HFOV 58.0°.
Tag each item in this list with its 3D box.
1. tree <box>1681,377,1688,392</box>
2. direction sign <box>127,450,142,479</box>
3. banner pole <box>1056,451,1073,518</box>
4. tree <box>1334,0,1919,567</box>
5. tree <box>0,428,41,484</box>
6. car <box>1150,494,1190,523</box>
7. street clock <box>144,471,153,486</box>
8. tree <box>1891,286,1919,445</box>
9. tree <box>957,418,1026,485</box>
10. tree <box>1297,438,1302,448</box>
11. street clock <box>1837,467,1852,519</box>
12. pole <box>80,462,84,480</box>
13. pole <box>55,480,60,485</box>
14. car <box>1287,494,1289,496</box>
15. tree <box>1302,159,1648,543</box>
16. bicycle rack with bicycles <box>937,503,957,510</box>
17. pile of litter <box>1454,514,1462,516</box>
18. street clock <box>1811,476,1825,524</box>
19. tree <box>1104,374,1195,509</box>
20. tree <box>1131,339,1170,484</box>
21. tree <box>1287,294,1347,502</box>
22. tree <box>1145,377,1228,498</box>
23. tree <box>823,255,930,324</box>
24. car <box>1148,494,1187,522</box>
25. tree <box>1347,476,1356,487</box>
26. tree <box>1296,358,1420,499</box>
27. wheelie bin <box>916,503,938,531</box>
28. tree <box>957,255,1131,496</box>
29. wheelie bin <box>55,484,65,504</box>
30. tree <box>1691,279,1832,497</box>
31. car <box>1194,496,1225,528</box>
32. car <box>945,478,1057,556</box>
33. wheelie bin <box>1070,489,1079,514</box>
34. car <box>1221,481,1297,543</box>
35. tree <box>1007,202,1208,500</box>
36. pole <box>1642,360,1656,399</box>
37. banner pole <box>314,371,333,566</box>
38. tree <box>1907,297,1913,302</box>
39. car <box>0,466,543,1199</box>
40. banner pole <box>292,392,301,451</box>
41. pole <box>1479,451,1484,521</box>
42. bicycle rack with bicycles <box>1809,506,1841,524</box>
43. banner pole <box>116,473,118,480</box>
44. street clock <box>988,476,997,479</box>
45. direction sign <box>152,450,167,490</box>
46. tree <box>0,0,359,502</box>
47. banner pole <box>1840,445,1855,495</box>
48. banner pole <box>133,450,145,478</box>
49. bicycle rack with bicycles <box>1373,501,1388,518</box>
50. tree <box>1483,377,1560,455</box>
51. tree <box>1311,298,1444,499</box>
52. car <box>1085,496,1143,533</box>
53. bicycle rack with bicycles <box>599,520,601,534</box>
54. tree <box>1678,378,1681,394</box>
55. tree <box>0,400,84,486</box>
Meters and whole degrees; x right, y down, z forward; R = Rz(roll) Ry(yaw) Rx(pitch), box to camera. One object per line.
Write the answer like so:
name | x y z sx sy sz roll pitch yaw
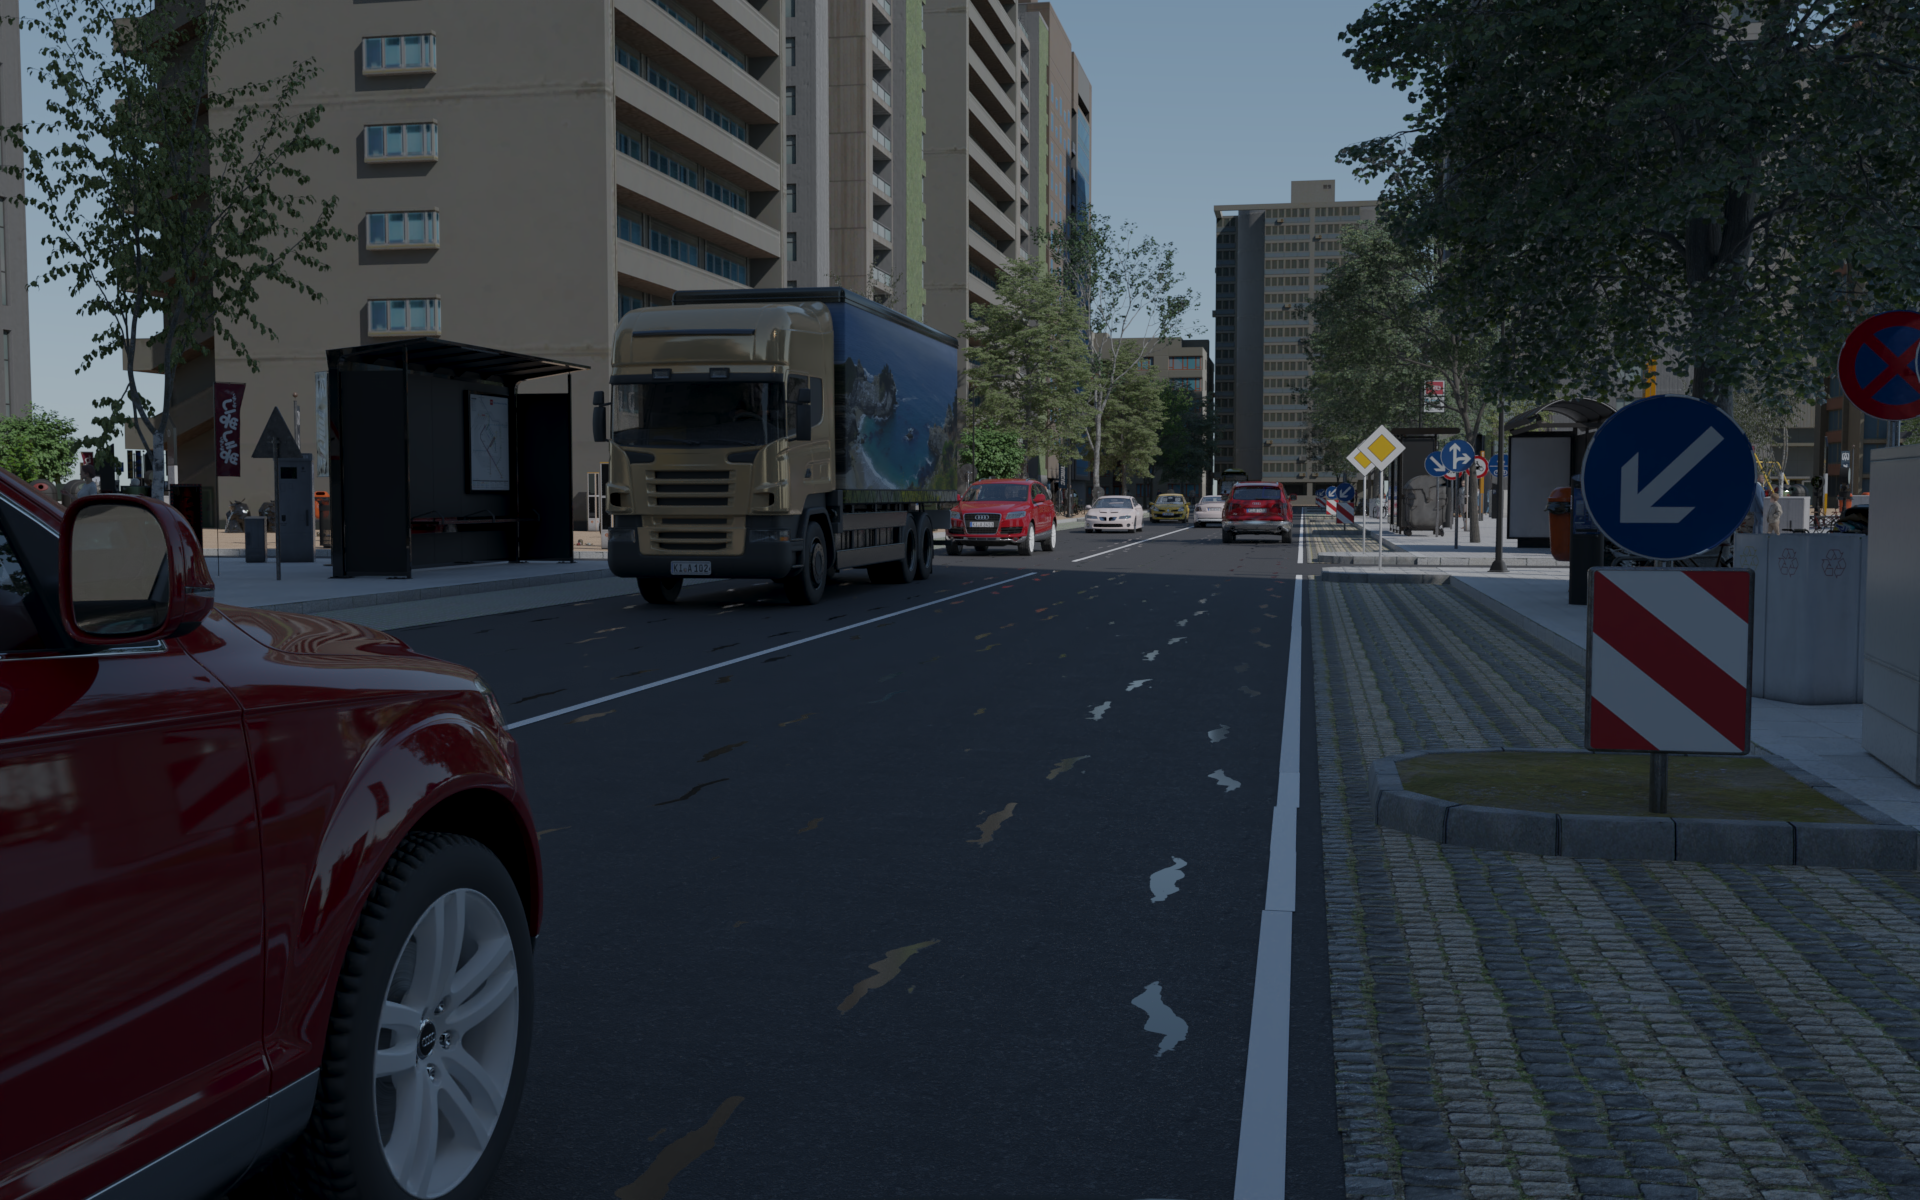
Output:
tree | 38.981 -8.382 87.412 4.360 8.622 3.978 0 3 0
direction sign | -42.602 -5.959 89.426 0.379 3.537 0.876 1 4 21
banner pole | 5.692 -6.315 93.267 0.863 3.779 0.401 1 4 19
tree | 8.540 -6.912 19.666 9.857 13.997 8.962 0 3 0
tree | -27.205 -3.410 50.356 1.663 3.219 1.824 0 3 0
car | 10.511 -4.661 86.428 2.015 1.641 3.980 1 4 10
street clock | -24.844 -2.983 53.337 0.358 2.002 0.471 2 4 25
tree | 36.375 -8.766 61.458 7.486 12.596 7.792 0 3 0
tree | 1.325 -5.588 75.069 4.285 4.588 4.351 0 3 0
tree | 37.885 -14.576 172.736 8.767 10.594 7.601 1 4 10
street clock | 23.773 -2.568 46.562 0.358 2.002 0.471 2 4 35
pole | -56.303 -7.171 111.091 0.158 3.312 0.155 0 3 0
pole | -42.018 -5.311 80.678 0.158 3.312 0.155 0 3 0
car | 33.227 -10.549 181.156 2.281 1.827 5.304 1 4 12
tree | 13.642 -6.801 45.603 8.767 10.594 7.601 1 4 10
bicycle rack with bicycles | -0.770 -4.143 81.115 2.852 0.926 2.925 -2 4 -30
pile of litter | 28.464 -5.133 97.897 1.176 0.858 1.719 0 4 6
street clock | 33.993 -3.920 68.661 0.358 2.002 0.471 -3 4 -38
tree | 17.476 -14.274 159.138 9.928 11.665 9.643 0 3 0
tree | 11.798 -12.767 126.864 7.486 12.596 7.792 0 3 0
tree | 34.866 -18.118 152.119 12.611 20.169 13.585 0 3 0
tree | 24.000 -17.115 186.482 9.857 13.997 8.962 0 3 0
tree | -2.885 -6.374 54.579 4.360 8.622 3.978 0 3 0
car | 10.944 -4.961 90.906 2.009 1.686 4.222 1 4 12
tree | 40.640 -11.434 181.544 1.663 3.219 1.824 0 3 0
tree | 28.544 -12.827 120.090 12.009 13.543 11.850 0 3 0
wheelie bin | -1.072 -3.154 59.469 0.980 1.594 0.693 0 4 3
tree | 3.416 -10.073 82.815 7.486 12.596 7.792 0 3 0
wheelie bin | -26.986 -2.717 52.327 0.980 1.594 0.693 0 4 -5
tree | 27.607 -6.621 58.618 4.360 8.622 3.978 0 3 0
car | 11.152 -3.813 74.710 2.083 1.381 4.827 1 4 13
car | 1.053 -2.038 41.995 2.281 1.827 5.304 1 4 12
wheelie bin | 7.320 -6.440 113.195 0.693 1.594 0.980 -2 4 -32
car | 8.964 -2.653 52.046 2.281 1.827 5.304 1 4 11
tree | 9.363 -15.578 110.583 12.611 20.169 13.585 0 3 0
pole | 10.433 -1.985 26.296 0.158 3.312 0.155 0 3 0
banner pole | -11.327 -2.506 30.983 0.401 3.779 0.863 -3 5 -45
tree | 27.824 -5.913 47.037 4.737 8.622 4.395 0 3 0
car | -2.256 0.416 1.865 2.281 1.827 5.304 1 4 11
banner pole | -16.403 -3.237 42.944 0.401 3.779 0.863 -1 4 -12
pole | 24.766 -5.406 82.231 0.158 3.312 0.155 0 3 0
bicycle rack with bicycles | 26.602 -2.382 52.330 2.925 0.926 2.852 1 4 15
banner pole | -56.817 -7.727 116.359 0.401 3.779 0.863 2 4 25
street clock | 1.301 -3.994 69.868 0.358 2.002 0.471 -1 4 -20
direction sign | -34.247 -5.047 74.511 0.876 3.537 0.379 -3 4 -37
tree | -9.850 -4.345 21.408 4.737 8.622 4.395 0 3 0
banner pole | 45.215 -6.005 88.198 0.863 3.779 0.401 0 4 -5
banner pole | -46.788 -6.675 99.153 0.863 3.779 0.401 3 5 43
bicycle rack with bicycles | 22.905 -4.775 91.449 2.925 0.926 2.852 -2 4 -31
tree | 27.663 -8.258 85.384 4.737 8.622 4.395 0 3 0
tree | 22.897 -10.853 95.572 7.486 12.596 7.792 0 3 0
car | 5.806 -3.211 64.866 2.083 1.381 4.827 1 4 12
bicycle rack with bicycles | -9.540 -2.343 51.688 2.852 0.926 2.925 3 5 42
tree | 42.274 -9.139 99.790 4.360 8.622 3.978 0 3 0
tree | -32.398 -4.711 60.743 4.285 4.588 4.351 0 3 0
